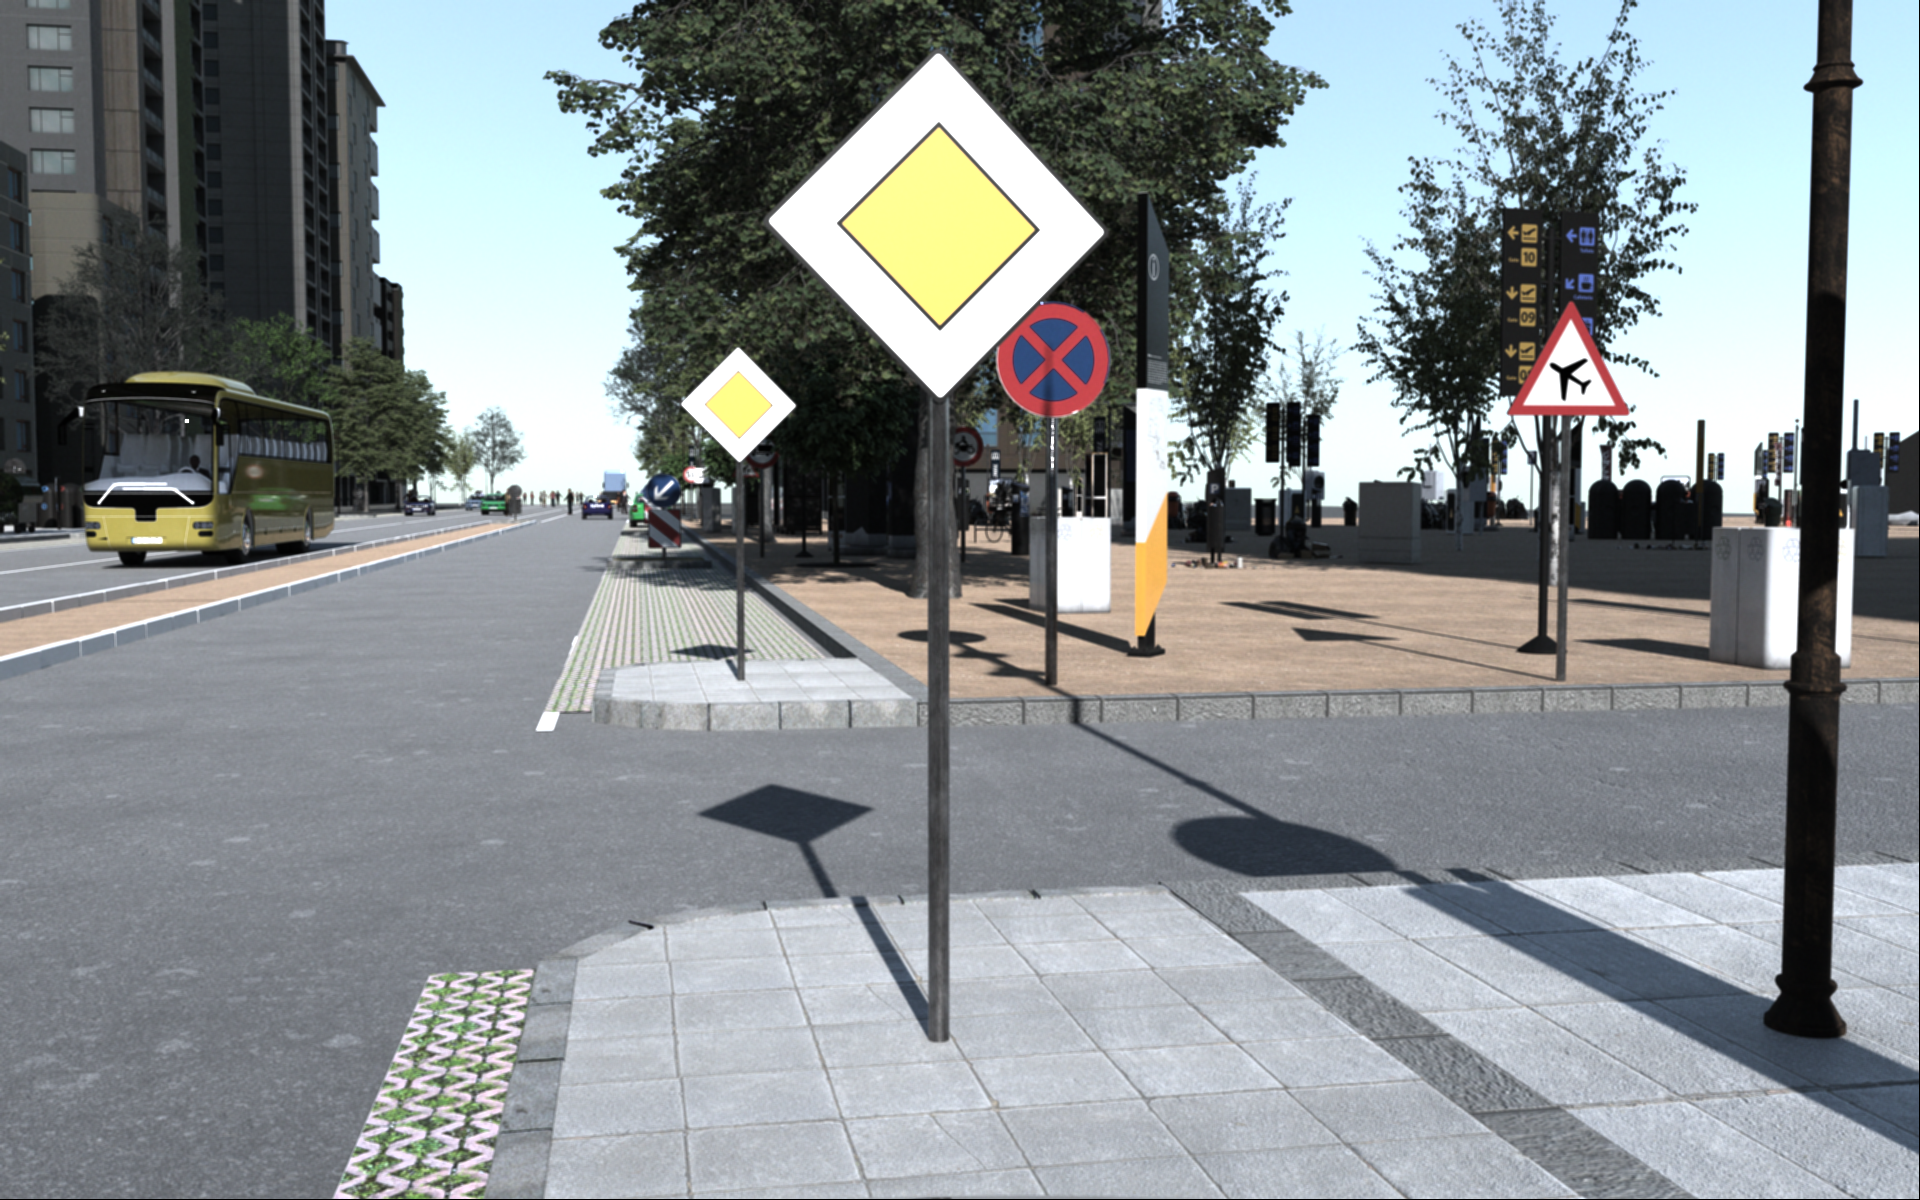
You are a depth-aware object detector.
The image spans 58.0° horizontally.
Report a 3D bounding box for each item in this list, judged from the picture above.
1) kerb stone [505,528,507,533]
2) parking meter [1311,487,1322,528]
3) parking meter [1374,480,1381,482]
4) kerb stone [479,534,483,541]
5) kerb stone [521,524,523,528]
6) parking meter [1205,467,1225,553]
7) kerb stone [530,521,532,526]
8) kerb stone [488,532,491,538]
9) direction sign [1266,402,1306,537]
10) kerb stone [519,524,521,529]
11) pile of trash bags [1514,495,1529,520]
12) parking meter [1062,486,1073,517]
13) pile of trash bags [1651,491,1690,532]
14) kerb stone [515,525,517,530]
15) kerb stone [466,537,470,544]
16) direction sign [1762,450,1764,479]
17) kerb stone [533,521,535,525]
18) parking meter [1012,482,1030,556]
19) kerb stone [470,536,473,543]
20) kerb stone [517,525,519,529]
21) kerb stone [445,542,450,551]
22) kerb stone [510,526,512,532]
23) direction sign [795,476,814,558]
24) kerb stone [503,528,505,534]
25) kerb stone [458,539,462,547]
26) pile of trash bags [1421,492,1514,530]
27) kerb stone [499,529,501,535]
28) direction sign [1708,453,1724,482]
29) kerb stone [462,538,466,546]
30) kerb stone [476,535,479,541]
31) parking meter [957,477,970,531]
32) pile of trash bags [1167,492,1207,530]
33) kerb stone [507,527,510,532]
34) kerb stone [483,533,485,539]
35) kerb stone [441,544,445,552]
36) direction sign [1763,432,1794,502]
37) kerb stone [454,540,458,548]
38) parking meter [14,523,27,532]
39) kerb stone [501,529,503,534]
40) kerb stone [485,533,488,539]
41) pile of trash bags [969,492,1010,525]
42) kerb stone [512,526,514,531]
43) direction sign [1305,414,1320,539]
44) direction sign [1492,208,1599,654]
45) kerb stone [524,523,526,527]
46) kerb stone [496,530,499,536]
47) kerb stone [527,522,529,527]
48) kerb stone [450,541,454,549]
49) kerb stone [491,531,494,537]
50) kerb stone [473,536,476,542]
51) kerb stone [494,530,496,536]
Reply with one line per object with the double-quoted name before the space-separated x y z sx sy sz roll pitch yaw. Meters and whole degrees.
"kerb stone" -16.673 -2.499 63.059 0.120 0.150 1.000 -1 4 -10
"parking meter" 13.631 -3.536 66.227 0.372 1.533 0.369 0 3 0
"parking meter" 17.411 -4.051 71.951 0.399 1.863 0.255 -1 4 -10
"kerb stone" -14.795 -1.884 52.994 0.120 0.150 1.000 -1 4 -10
"kerb stone" -18.161 -2.992 71.121 0.120 0.150 1.000 -1 4 -10
"parking meter" 5.536 -1.949 37.582 0.399 1.863 0.255 1 4 20
"kerb stone" -19.283 -3.362 77.173 0.120 0.150 1.000 -1 4 -10
"kerb stone" -15.363 -2.068 56.014 0.120 0.150 1.000 -1 4 -10
"direction sign" 7.965 -3.105 42.762 0.876 3.537 0.379 2 4 31
"kerb stone" -17.980 -2.929 70.115 0.120 0.150 1.000 -1 4 -10
"pile of trash bags" 28.351 -4.769 87.719 3.447 1.369 1.912 1 4 13
"parking meter" 3.512 -2.950 56.652 0.372 1.533 0.369 0 3 0
"pile of trash bags" 23.501 -3.004 58.863 1.912 1.369 3.447 -2 4 -31
"kerb stone" -17.604 -2.807 68.097 0.120 0.150 1.000 -1 4 -10
"kerb stone" -14.048 -1.635 48.961 0.120 0.150 1.000 -1 4 -10
"direction sign" 40.963 -5.906 88.563 0.876 3.537 0.379 -2 4 -29
"kerb stone" -19.660 -3.486 79.185 0.120 0.150 1.000 -1 4 -10
"parking meter" 1.264 -1.699 36.183 0.372 1.533 0.369 0 3 0
"kerb stone" -14.237 -1.699 49.971 0.120 0.150 1.000 -1 4 -10
"kerb stone" -17.790 -2.869 69.107 0.120 0.150 1.000 -1 4 -10
"kerb stone" -13.115 -1.329 43.931 0.120 0.150 1.000 -1 4 -10
"kerb stone" -17.041 -2.617 65.077 0.120 0.150 1.000 -1 4 -10
"direction sign" -3.167 -2.636 35.091 0.379 3.537 0.876 1 4 13
"kerb stone" -16.478 -2.438 62.051 0.120 0.150 1.000 -1 4 -10
"kerb stone" -13.681 -1.514 46.950 0.120 0.150 1.000 -1 4 -10
"pile of trash bags" 18.012 -3.264 63.125 1.912 1.369 3.447 -3 5 -43
"kerb stone" -16.111 -2.315 60.038 0.120 0.150 1.000 -1 4 -10
"direction sign" 41.713 -6.339 95.637 0.379 3.537 0.876 -3 5 -43
"kerb stone" -13.864 -1.572 47.956 0.120 0.150 1.000 -1 4 -10
"kerb stone" -14.609 -1.822 51.989 0.120 0.150 1.000 -1 4 -10
"parking meter" 0.120 -3.356 60.575 0.399 1.863 0.255 2 4 35
"pile of trash bags" 8.208 -3.289 63.522 1.912 1.369 3.447 1 4 22
"kerb stone" -16.854 -2.561 64.065 0.120 0.150 1.000 -1 4 -10
"kerb stone" -14.988 -1.946 54.004 0.120 0.150 1.000 -1 4 -10
"kerb stone" -12.937 -1.268 42.922 0.120 0.150 1.000 -1 4 -10
"direction sign" 30.207 -4.391 63.793 0.876 3.537 0.379 1 4 13
"kerb stone" -13.493 -1.453 45.946 0.120 0.150 1.000 -1 4 -10
"parking meter" -32.058 -3.097 59.040 0.372 1.533 0.369 0 3 0
"kerb stone" -16.305 -2.376 61.042 0.120 0.150 1.000 -1 4 -10
"kerb stone" -15.174 -2.007 55.009 0.120 0.150 1.000 -1 4 -10
"pile of trash bags" 1.222 -3.907 73.638 1.912 1.369 3.447 0 4 3
"kerb stone" -17.228 -2.681 66.081 0.120 0.150 1.000 -1 4 -10
"direction sign" 9.751 -3.495 49.142 0.876 3.537 0.379 0 4 -2
"direction sign" 4.718 -1.341 13.928 0.876 3.537 0.379 -1 4 -17
"kerb stone" -18.542 -3.115 73.142 0.120 0.150 1.000 -1 4 -10
"kerb stone" -15.915 -2.253 59.035 0.120 0.150 1.000 -1 4 -10
"kerb stone" -18.912 -3.239 75.154 0.120 0.150 1.000 -1 4 -10
"kerb stone" -13.306 -1.391 44.940 0.120 0.150 1.000 -1 4 -10
"kerb stone" -15.543 -2.130 57.020 0.120 0.150 1.000 -1 4 -10
"kerb stone" -14.428 -1.760 50.983 0.120 0.150 1.000 -1 4 -10
"kerb stone" -15.726 -2.192 58.031 0.120 0.150 1.000 -1 4 -10
